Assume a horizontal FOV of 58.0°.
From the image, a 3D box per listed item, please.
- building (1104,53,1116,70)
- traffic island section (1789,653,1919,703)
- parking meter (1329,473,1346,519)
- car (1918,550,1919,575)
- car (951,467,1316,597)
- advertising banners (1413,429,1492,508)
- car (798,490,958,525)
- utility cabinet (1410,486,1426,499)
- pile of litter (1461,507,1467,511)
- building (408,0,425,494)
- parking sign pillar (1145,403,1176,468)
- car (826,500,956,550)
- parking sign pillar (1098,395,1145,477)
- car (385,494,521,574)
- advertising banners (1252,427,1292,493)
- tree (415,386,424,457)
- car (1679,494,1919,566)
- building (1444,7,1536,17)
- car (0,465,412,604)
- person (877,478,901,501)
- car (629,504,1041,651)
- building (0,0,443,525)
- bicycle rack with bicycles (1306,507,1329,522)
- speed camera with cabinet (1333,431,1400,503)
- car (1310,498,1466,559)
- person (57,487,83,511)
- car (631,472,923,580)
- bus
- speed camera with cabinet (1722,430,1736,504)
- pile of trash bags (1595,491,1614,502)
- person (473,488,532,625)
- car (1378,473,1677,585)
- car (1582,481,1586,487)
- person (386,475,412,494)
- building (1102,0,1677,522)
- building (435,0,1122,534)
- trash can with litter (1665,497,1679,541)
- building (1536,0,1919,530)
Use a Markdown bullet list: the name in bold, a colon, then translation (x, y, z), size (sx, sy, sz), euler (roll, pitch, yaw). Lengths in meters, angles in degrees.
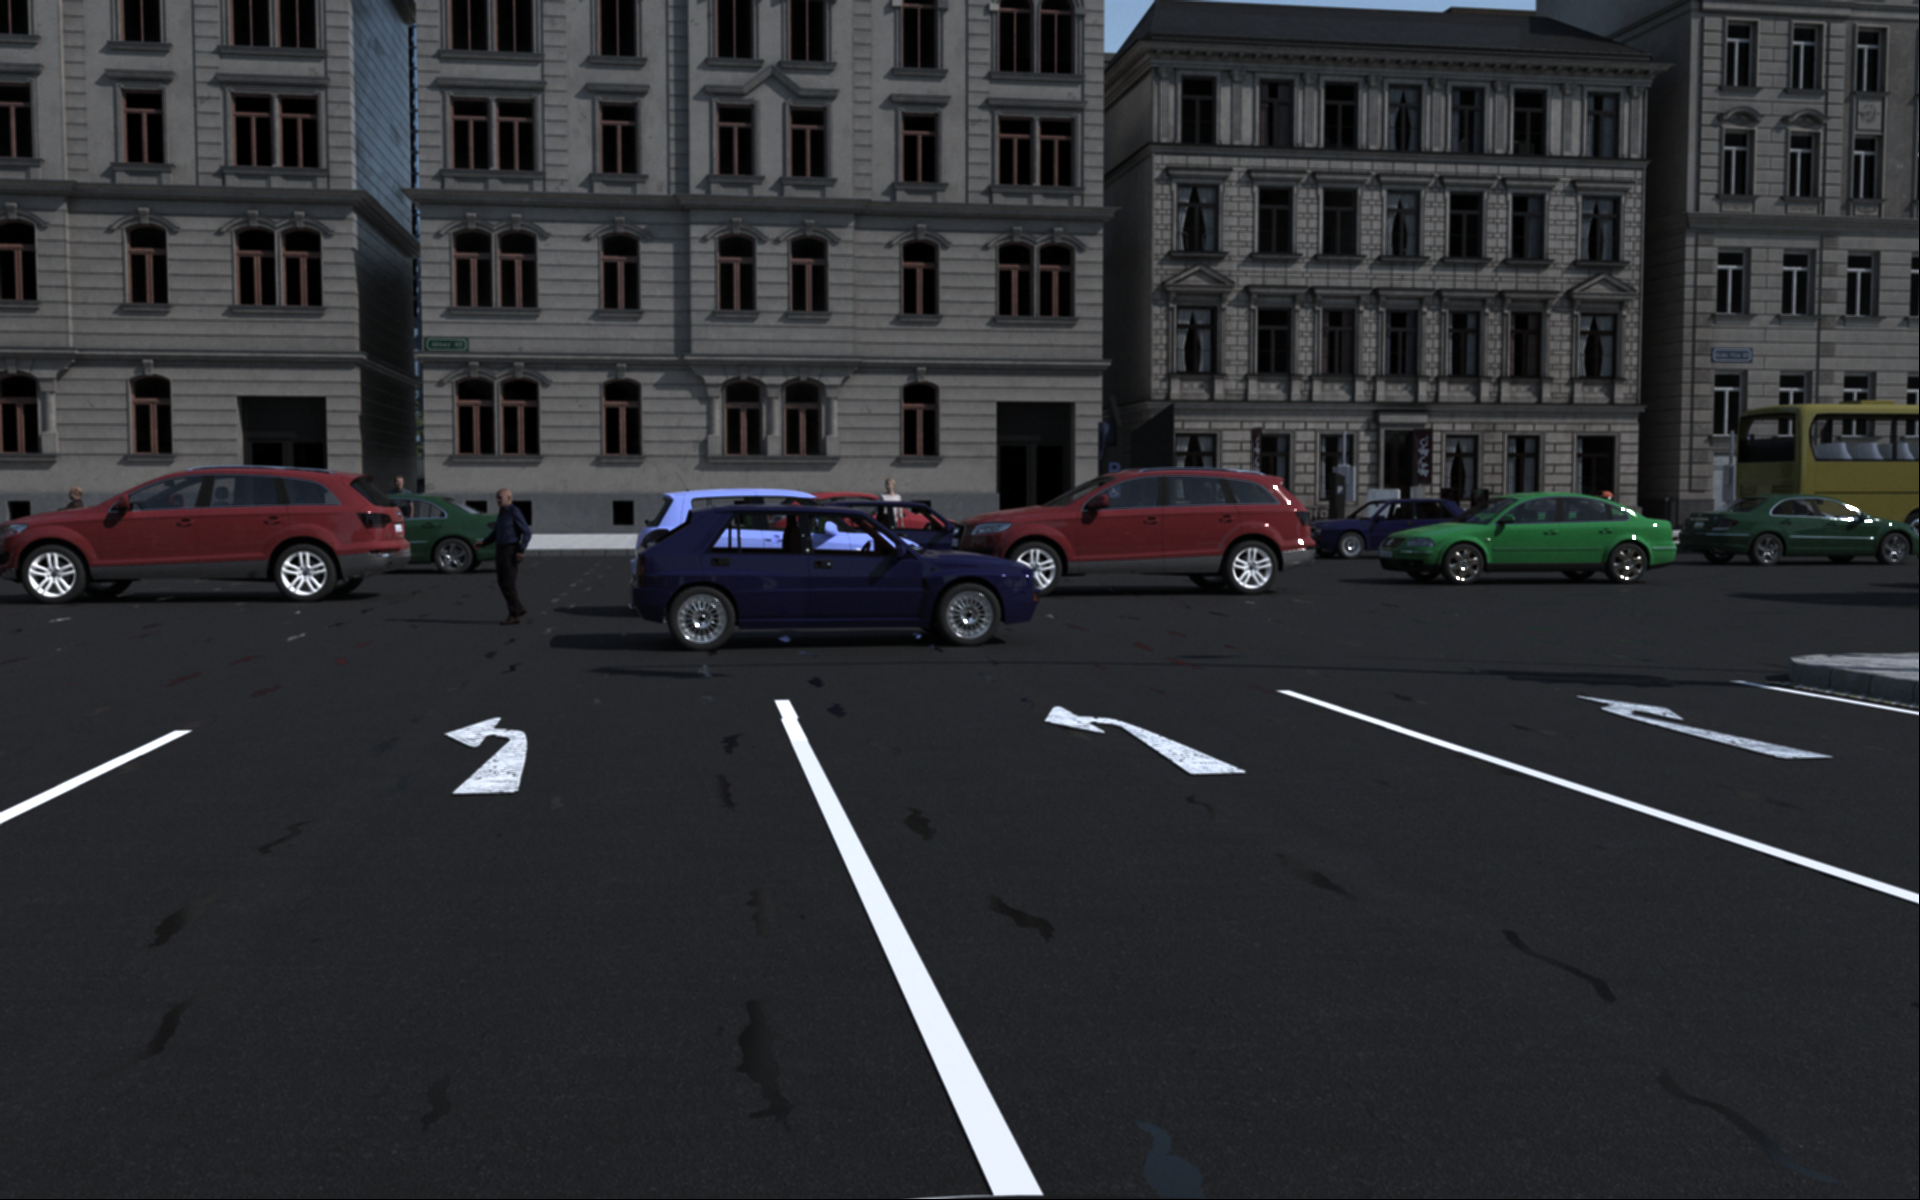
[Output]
- **building**: translation (17.289, -27.933, 148.585), size (32.217, 40.220, 23.993), euler (-1, 4, -9)
- **traffic island section**: translation (7.429, 0.602, 12.433), size (2.009, 0.180, 2.903), euler (-1, 4, -9)
- **parking meter**: translation (10.339, -2.554, 47.471), size (0.399, 1.863, 0.255), euler (-2, 4, -27)
- **car**: translation (16.845, -1.002, 26.602), size (3.980, 1.641, 2.015), euler (0, 4, -8)
- **car**: translation (2.497, -1.011, 25.207), size (5.304, 1.827, 2.281), euler (-1, 4, -10)
- **advertising banners**: translation (13.081, -3.051, 46.066), size (2.074, 3.025, 0.090), euler (2, 4, 24)
- **car**: translation (-2.061, -1.757, 37.761), size (4.494, 1.783, 2.155), euler (-1, 4, -11)
- **utility cabinet**: translation (13.004, -2.478, 49.186), size (0.318, 1.500, 1.173), euler (1, 4, 8)
- **pile of litter**: translation (16.630, -2.624, 56.862), size (1.176, 0.858, 1.719), euler (-2, 4, -27)
- **building**: translation (-69.557, -55.248, 215.983), size (31.000, 86.520, 22.319), euler (-1, 4, -9)
- **parking sign pillar**: translation (5.748, -3.855, 51.496), size (1.447, 3.967, 1.447), euler (1, 4, 21)
- **car**: translation (-0.859, -0.930, 27.781), size (3.894, 1.354, 1.945), euler (-1, 4, -10)
- **parking sign pillar**: translation (4.041, -3.550, 46.520), size (1.447, 3.967, 1.447), euler (0, 4, -4)
- **car**: translation (-10.565, -1.216, 31.681), size (4.920, 1.459, 2.131), euler (-1, 4, -8)
- **advertising banners**: translation (8.043, -2.976, 44.838), size (0.090, 3.025, 2.074), euler (-1, 4, -18)
- **tree**: translation (-37.695, -11.677, 109.049), size (7.486, 12.596, 7.792), euler (0, 3, 0)
- **car**: translation (17.353, -1.459, 35.657), size (4.920, 1.459, 2.131), euler (-1, 4, -9)
- **building**: translation (43.964, -31.094, 158.503), size (14.200, 45.320, 14.600), euler (-1, 4, -9)
- **car**: translation (-10.277, -0.915, 23.633), size (5.304, 1.827, 2.281), euler (0, 4, -7)
- **person**: translation (-1.513, -1.496, 33.634), size (0.731, 1.740, 0.598), euler (-1, 4, -23)
- **car**: translation (-1.236, -0.258, 16.807), size (3.894, 1.354, 1.945), euler (-1, 4, -11)
- **building**: translation (-31.005, -16.589, 58.618), size (23.554, 28.519, 14.401), euler (-1, 4, -9)
- **bicycle rack with bicycles**: translation (9.698, -2.209, 49.493), size (2.852, 0.926, 2.925), euler (2, 4, 29)
- **speed camera with cabinet**: translation (12.751, -3.670, 54.338), size (2.038, 3.252, 0.660), euler (1, 4, 19)
- **car**: translation (9.648, -1.616, 38.996), size (3.894, 1.354, 1.945), euler (-1, 4, -8)
- **person**: translation (-14.657, -1.088, 28.559), size (0.388, 1.546, 0.482), euler (-1, 4, -17)
- **car**: translation (-2.125, -0.700, 21.029), size (3.694, 1.707, 1.945), euler (-1, 4, -10)
- **bus**: translation (25.427, -3.122, 42.585), size (12.252, 3.916, 2.896), euler (-1, 4, -8)
- **speed camera with cabinet**: translation (24.213, -3.601, 53.216), size (0.660, 3.252, 2.038), euler (0, 4, -4)
- **pile of trash bags**: translation (19.412, -2.725, 54.312), size (1.912, 1.369, 3.447), euler (-1, 4, -12)
- **person**: translation (-5.057, -0.483, 19.098), size (0.600, 1.496, 0.574), euler (-1, 4, -22)
- **car**: translation (9.173, -1.185, 28.177), size (4.718, 1.807, 1.959), euler (0, 4, -8)
- **car**: translation (14.150, -2.068, 42.612), size (4.718, 1.807, 1.959), euler (-1, 4, -9)
- **person**: translation (-11.318, -1.603, 34.841), size (0.598, 1.807, 0.434), euler (0, 4, 3)
- **building**: translation (14.537, -12.207, 64.209), size (19.286, 19.102, 10.561), euler (-1, 4, -9)
- **building**: translation (-7.067, -16.790, 61.913), size (23.554, 28.519, 14.401), euler (-1, 4, -9)
- **trash can with litter**: translation (19.526, -2.260, 48.016), size (1.678, 1.210, 2.233), euler (2, 4, 30)
- **building**: translation (36.640, -16.581, 68.357), size (25.104, 27.353, 12.463), euler (-1, 4, -9)
